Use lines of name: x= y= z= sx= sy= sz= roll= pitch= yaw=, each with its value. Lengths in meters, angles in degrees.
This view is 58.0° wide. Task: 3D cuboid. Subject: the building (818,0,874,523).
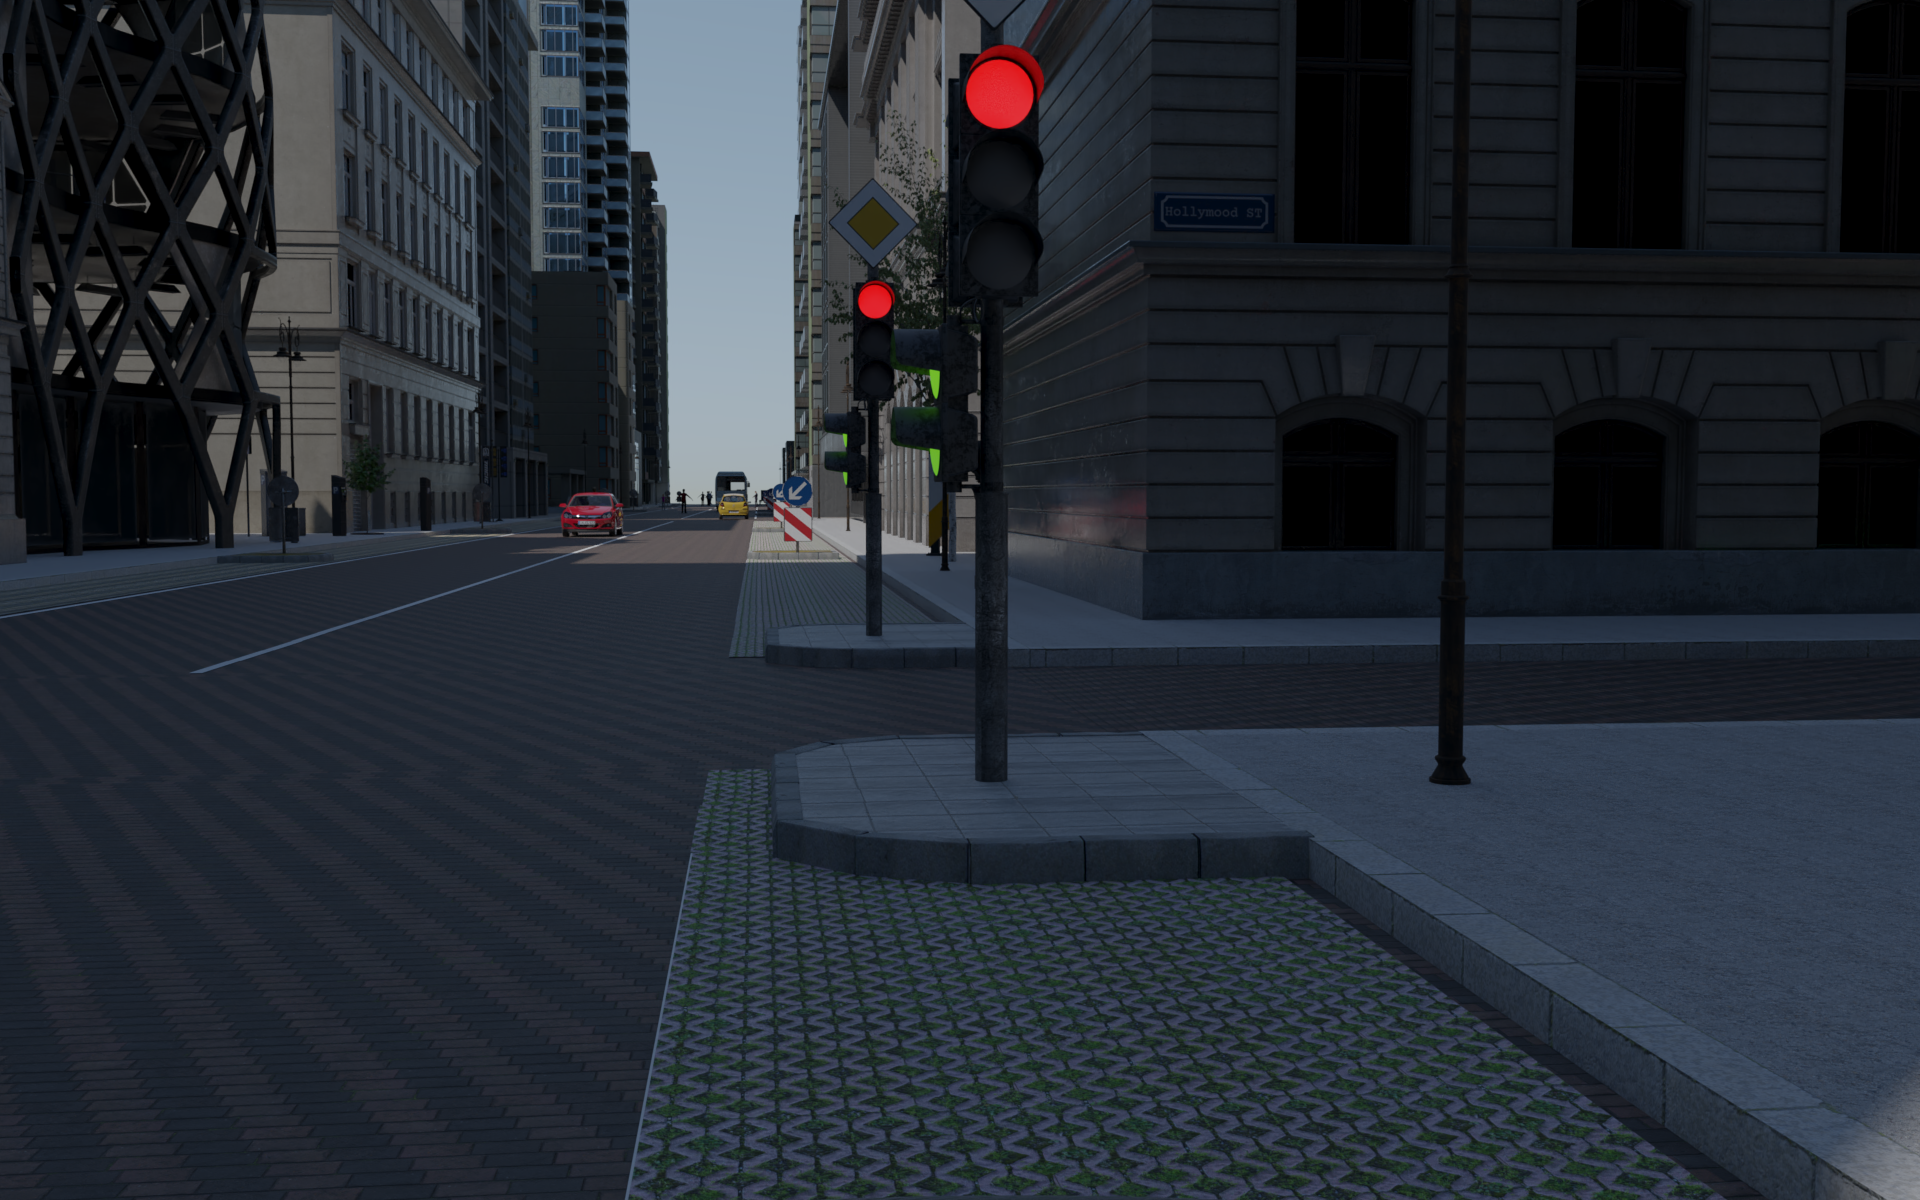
building: x=1.400 y=-15.743 z=76.470 sx=14.314 sy=24.678 sz=30.058 roll=0 pitch=4 yaw=-7

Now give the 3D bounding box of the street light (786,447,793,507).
street light: x=-16.214 y=-11.828 z=166.175 sx=0.468 sy=5.910 sz=1.993 roll=0 pitch=4 yaw=-7

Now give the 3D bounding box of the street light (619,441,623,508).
street light: x=-29.822 y=-10.980 z=152.309 sx=0.468 sy=5.910 sz=1.993 roll=0 pitch=4 yaw=-7

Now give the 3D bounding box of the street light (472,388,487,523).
street light: x=-20.925 y=-6.283 z=75.511 sx=0.468 sy=5.910 sz=1.993 roll=0 pitch=4 yaw=-7

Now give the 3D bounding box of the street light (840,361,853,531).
street light: x=-3.867 y=-5.317 z=59.726 sx=0.468 sy=5.910 sz=1.993 roll=0 pitch=4 yaw=-7

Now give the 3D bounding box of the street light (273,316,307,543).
street light: x=-17.428 y=-4.427 z=45.170 sx=0.468 sy=5.910 sz=1.993 roll=0 pitch=4 yaw=-7

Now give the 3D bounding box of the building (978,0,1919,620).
building: x=18.082 y=-12.528 z=23.922 sx=34.723 sy=24.649 sz=14.460 roll=0 pitch=4 yaw=-7

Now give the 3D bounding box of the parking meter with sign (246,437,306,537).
parking meter with sign: x=-20.821 y=-3.447 z=52.618 sx=1.738 sy=3.016 sz=0.543 roll=-3 pitch=5 yaw=-45

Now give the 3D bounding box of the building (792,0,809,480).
building: x=-2.755 y=-32.545 z=151.713 sx=23.786 sy=49.044 sz=30.456 roll=0 pitch=4 yaw=-7

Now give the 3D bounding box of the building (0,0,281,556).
building: x=-25.440 y=-10.590 z=40.604 sx=16.820 sy=18.784 sz=16.811 roll=0 pitch=4 yaw=-7

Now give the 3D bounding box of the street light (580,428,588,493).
street light: x=-26.405 y=-9.127 z=122.013 sx=0.468 sy=5.910 sz=1.993 roll=0 pitch=4 yaw=-7

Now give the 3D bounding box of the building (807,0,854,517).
building: x=-1.943 y=-25.575 z=101.743 sx=14.154 sy=41.232 sz=14.086 roll=0 pitch=4 yaw=-7

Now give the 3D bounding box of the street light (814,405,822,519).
street light: x=-7.341 y=-7.170 z=90.015 sx=0.468 sy=5.910 sz=1.993 roll=0 pitch=4 yaw=-7

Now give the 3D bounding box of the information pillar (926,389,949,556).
information pillar: x=-0.436 y=-2.720 z=35.829 sx=0.504 sy=3.616 sz=0.183 roll=2 pitch=4 yaw=24

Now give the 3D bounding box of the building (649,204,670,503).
building: x=-47.404 y=-33.863 z=237.252 sx=14.154 sy=41.232 sz=14.086 roll=0 pitch=4 yaw=-7

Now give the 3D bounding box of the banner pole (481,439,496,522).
banner pole: x=-21.404 y=-5.423 z=78.689 sx=0.401 sy=3.779 sz=0.863 roll=2 pitch=4 yaw=29

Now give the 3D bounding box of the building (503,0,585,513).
building: x=-43.083 y=-26.191 z=120.102 sx=32.217 sy=40.220 sz=23.993 roll=0 pitch=4 yaw=-7

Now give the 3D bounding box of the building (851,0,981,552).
building: x=4.169 y=-12.715 z=49.688 sx=13.314 sy=21.916 sz=24.055 roll=0 pitch=4 yaw=-7

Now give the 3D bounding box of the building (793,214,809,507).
building: x=-10.395 y=-25.059 z=181.414 sx=14.160 sy=30.474 sz=14.107 roll=0 pitch=4 yaw=-7

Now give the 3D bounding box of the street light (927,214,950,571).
street light: x=-0.253 y=-3.426 z=28.808 sx=0.468 sy=5.910 sz=1.993 roll=0 pitch=4 yaw=-7

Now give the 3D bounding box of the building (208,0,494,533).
building: x=-29.046 y=-14.441 z=69.398 sx=16.112 sy=22.955 sz=30.059 roll=0 pitch=4 yaw=-7

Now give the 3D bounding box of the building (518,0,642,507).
building: x=-45.234 y=-53.291 z=183.971 sx=22.319 sy=86.520 sz=31.000 roll=0 pitch=4 yaw=-7

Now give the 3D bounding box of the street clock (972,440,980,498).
street clock: x=0.328 y=-1.148 z=23.345 sx=0.471 sy=2.002 sz=0.358 roll=-3 pitch=5 yaw=-42

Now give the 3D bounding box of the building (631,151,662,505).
building: x=-48.887 y=-34.282 z=215.134 sx=22.147 sy=44.769 sz=28.867 roll=0 pitch=4 yaw=-7

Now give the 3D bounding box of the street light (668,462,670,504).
street light: x=-39.251 y=-15.966 z=233.838 sx=0.468 sy=5.910 sz=1.993 roll=0 pitch=4 yaw=-7

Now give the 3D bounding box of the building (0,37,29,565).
building: x=-21.030 y=-9.636 z=22.172 sx=10.561 sy=19.102 sz=19.286 roll=0 pitch=4 yaw=-7

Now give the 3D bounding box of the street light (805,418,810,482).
street light: x=-9.180 y=-8.108 z=105.347 sx=0.468 sy=5.910 sz=1.993 roll=0 pitch=4 yaw=-7

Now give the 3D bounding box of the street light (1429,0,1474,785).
street light: x=2.182 y=-2.125 z=7.533 sx=0.468 sy=5.910 sz=1.993 roll=0 pitch=4 yaw=-7

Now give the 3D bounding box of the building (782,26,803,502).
building: x=-12.822 y=-56.304 z=233.234 sx=22.319 sy=86.520 sz=31.000 roll=0 pitch=4 yaw=-7

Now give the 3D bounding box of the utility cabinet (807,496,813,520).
utility cabinet: x=-7.391 y=-4.550 z=85.546 sx=0.306 sy=1.237 sz=1.020 roll=0 pitch=4 yaw=-6

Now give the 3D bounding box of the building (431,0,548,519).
building: x=-34.611 y=-40.310 z=97.323 sx=20.563 sy=71.187 sz=20.611 roll=0 pitch=4 yaw=-7

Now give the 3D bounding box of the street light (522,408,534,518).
street light: x=-22.784 y=-7.261 z=91.497 sx=0.468 sy=5.910 sz=1.993 roll=0 pitch=4 yaw=-7

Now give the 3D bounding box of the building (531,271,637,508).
building: x=-42.744 y=-18.516 z=147.769 sx=27.650 sy=21.520 sz=28.899 roll=0 pitch=4 yaw=-7

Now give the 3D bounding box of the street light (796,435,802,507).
street light: x=-12.622 y=-9.960 z=135.639 sx=0.468 sy=5.910 sz=1.993 roll=0 pitch=4 yaw=-7
